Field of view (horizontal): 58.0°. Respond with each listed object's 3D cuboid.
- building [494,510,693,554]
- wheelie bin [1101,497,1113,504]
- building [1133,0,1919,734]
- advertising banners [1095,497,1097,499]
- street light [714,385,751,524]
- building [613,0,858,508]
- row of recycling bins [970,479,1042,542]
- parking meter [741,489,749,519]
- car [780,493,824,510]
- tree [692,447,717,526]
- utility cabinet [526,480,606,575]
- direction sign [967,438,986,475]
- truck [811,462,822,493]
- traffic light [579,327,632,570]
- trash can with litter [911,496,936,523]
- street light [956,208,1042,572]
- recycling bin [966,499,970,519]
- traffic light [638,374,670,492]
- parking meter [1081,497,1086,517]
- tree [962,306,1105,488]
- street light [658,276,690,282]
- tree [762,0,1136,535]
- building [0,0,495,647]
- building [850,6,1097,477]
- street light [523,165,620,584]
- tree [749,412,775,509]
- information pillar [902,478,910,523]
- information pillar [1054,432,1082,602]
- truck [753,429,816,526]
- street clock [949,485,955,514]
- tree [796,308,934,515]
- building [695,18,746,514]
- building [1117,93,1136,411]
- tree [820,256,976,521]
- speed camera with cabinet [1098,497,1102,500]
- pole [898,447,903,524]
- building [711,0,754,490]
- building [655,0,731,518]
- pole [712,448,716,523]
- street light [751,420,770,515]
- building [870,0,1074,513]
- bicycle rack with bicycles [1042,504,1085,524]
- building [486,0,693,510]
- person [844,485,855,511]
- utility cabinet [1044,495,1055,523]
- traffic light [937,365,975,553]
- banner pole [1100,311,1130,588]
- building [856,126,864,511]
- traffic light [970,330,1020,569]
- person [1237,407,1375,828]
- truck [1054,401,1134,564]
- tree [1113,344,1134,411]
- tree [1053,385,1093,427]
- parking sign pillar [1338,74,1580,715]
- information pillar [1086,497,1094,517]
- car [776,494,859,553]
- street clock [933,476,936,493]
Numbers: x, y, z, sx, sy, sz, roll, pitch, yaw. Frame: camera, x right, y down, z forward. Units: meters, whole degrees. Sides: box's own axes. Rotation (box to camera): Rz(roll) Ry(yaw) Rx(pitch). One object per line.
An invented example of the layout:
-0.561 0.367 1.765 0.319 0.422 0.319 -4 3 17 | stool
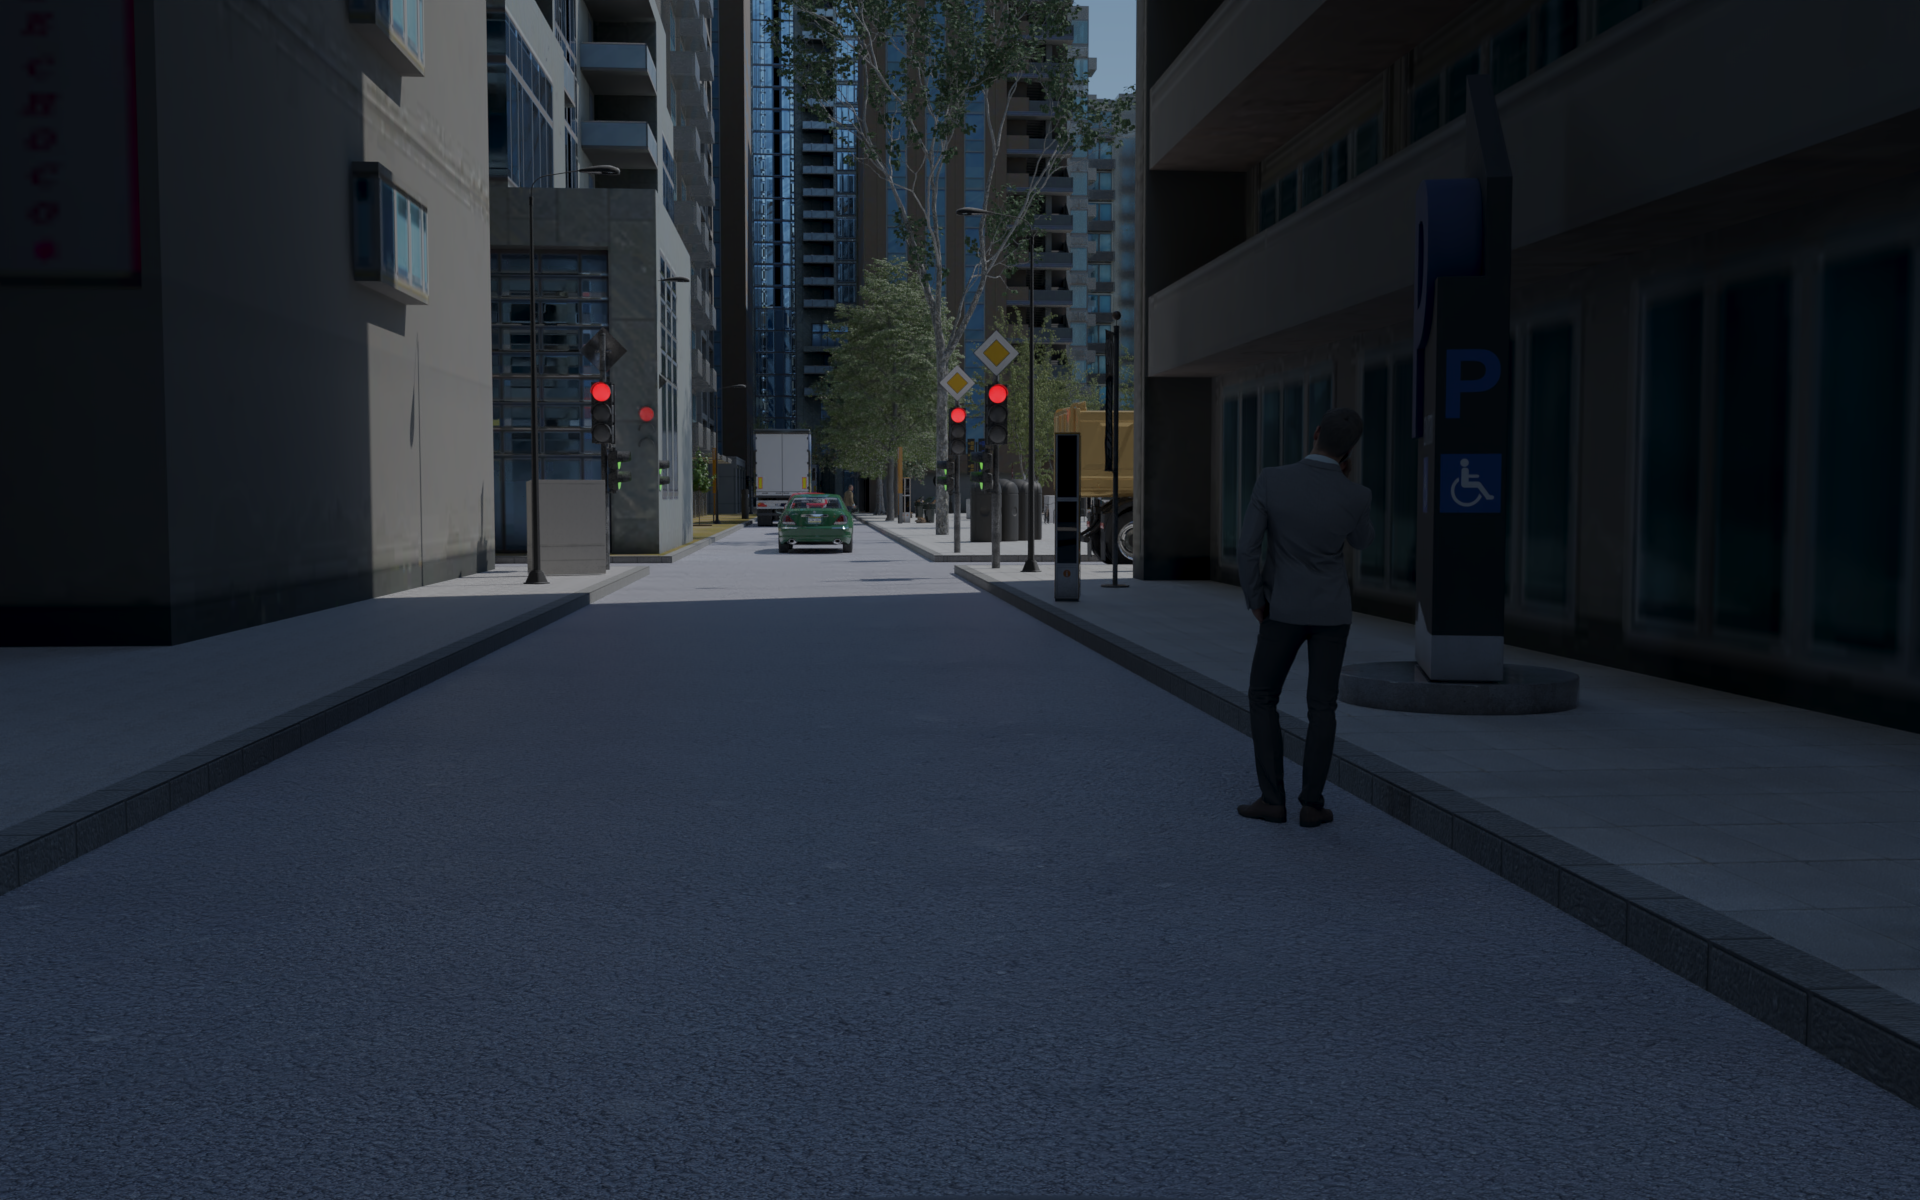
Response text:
-18.862 -45.025 48.837 22.319 86.520 31.000 0 4 -5 | building
5.567 -3.372 63.045 0.980 1.594 0.693 3 5 43 | wheelie bin
14.148 -23.962 15.481 21.300 48.544 21.600 0 4 -5 | building
8.173 -6.530 102.951 0.090 3.025 2.074 3 4 36 | advertising banners
-9.799 -6.185 73.662 1.470 5.913 1.316 0 4 -5 | street light
-23.579 -54.540 204.395 31.000 86.520 22.319 0 4 -5 | building
1.330 -2.464 47.391 1.069 1.692 3.534 2 4 26 | row of recycling bins
-10.999 -4.908 88.652 0.372 1.533 0.369 0 3 0 | parking meter
-5.480 -3.296 62.922 2.155 1.783 4.494 0 4 -3 | car
-10.373 -4.579 69.464 1.663 3.219 1.824 0 3 0 | tree
-6.199 -1.137 27.264 1.173 1.500 0.318 -2 4 -29 | utility cabinet
0.676 -4.809 70.624 0.876 3.537 0.379 2 4 33 | direction sign
-13.973 -10.253 156.555 2.839 4.237 11.283 0 4 -4 | truck
-5.985 -2.464 29.207 0.839 4.253 0.868 0 4 -5 | traffic light
-1.466 -3.951 75.985 0.624 1.170 1.055 3 5 40 | trash can with litter
0.630 -3.410 28.294 1.470 5.913 1.316 0 4 -5 | street light
0.784 -4.631 88.265 0.722 1.027 0.722 2 4 28 | recycling bin
-6.667 -2.951 37.163 0.839 4.253 0.868 0 4 -5 | traffic light
7.029 -5.633 97.815 0.255 1.863 0.399 3 5 44 | parking meter
2.360 -7.125 66.851 4.737 8.622 4.395 0 3 0 | tree
-6.462 -3.947 37.072 1.470 5.913 1.316 0 4 -5 | street light
0.719 -12.057 53.029 12.611 20.169 13.585 0 3 0 | tree
-17.476 -24.027 16.550 21.600 48.544 21.300 0 4 -5 | building
0.977 -33.893 173.763 23.786 49.044 30.456 0 4 -5 | building
-5.507 -3.184 24.597 1.470 5.913 1.316 0 4 -5 | street light
-18.796 -12.809 159.791 4.737 8.622 4.395 0 3 0 | tree
-2.416 -4.459 77.397 0.304 2.012 0.304 -2 4 -30 | information pillar
1.290 -0.992 20.713 0.304 2.012 0.304 0 4 7 | information pillar
-8.113 -5.584 80.214 2.839 4.237 11.283 0 4 -5 | truck
-0.597 -6.607 112.590 0.471 2.002 0.358 -1 4 -15 | street clock
-4.922 -11.514 105.264 9.611 12.733 9.660 0 3 0 | tree
-25.587 -41.702 120.080 20.563 71.187 20.611 0 4 -5 | building
21.516 -36.116 210.108 30.456 49.044 23.786 0 4 -5 | building
-2.954 -10.083 82.989 7.486 12.596 7.792 0 3 0 | tree
6.406 -4.709 71.330 0.660 3.252 2.038 3 4 36 | speed camera with cabinet
-2.595 -4.961 74.949 0.158 3.312 0.155 0 3 0 | pole
-23.840 -29.868 138.455 14.600 45.320 14.200 0 4 -5 | building
-24.202 -28.668 88.322 23.786 49.044 30.456 0 4 -5 | building
-10.827 -5.052 76.437 0.158 3.312 0.155 0 3 0 | pole
-12.586 -8.322 108.610 1.470 5.913 1.316 0 4 -5 | street light
-0.092 -28.878 122.260 14.600 45.320 14.200 0 4 -5 | building
4.530 -4.093 80.301 2.852 0.926 2.925 -1 4 -21 | bicycle rack with bicycles
-35.319 -52.638 173.301 31.000 86.520 22.319 0 4 -5 | building
-4.962 -4.240 77.742 0.656 1.842 0.836 1 4 20 | person
4.150 -4.011 76.745 0.306 1.237 1.020 3 5 41 | utility cabinet
-0.081 -2.986 37.741 0.839 4.253 0.868 0 4 -5 | traffic light
2.065 -2.051 23.552 0.401 3.779 0.863 1 4 19 | banner pole
-1.198 -22.330 136.797 14.160 30.474 14.107 0 4 -5 | building
0.601 -2.499 29.785 0.839 4.253 0.868 0 4 -5 | traffic light
1.493 0.069 7.548 0.592 1.802 0.473 1 4 20 | person
6.823 -2.311 33.703 9.791 3.379 3.469 0 4 -4 | truck
8.678 -7.981 80.849 4.737 8.622 4.395 0 3 0 | tree
7.630 -9.862 111.606 4.360 8.622 3.978 0 3 0 | tree
3.075 -1.355 10.626 1.447 3.967 1.447 1 4 11 | parking sign pillar
6.912 -5.355 92.053 0.304 2.012 0.304 2 4 27 | information pillar
-3.604 -1.947 43.637 2.131 1.459 4.920 0 4 -3 | car
-0.745 -3.622 63.794 0.471 2.002 0.358 1 4 10 | street clock
